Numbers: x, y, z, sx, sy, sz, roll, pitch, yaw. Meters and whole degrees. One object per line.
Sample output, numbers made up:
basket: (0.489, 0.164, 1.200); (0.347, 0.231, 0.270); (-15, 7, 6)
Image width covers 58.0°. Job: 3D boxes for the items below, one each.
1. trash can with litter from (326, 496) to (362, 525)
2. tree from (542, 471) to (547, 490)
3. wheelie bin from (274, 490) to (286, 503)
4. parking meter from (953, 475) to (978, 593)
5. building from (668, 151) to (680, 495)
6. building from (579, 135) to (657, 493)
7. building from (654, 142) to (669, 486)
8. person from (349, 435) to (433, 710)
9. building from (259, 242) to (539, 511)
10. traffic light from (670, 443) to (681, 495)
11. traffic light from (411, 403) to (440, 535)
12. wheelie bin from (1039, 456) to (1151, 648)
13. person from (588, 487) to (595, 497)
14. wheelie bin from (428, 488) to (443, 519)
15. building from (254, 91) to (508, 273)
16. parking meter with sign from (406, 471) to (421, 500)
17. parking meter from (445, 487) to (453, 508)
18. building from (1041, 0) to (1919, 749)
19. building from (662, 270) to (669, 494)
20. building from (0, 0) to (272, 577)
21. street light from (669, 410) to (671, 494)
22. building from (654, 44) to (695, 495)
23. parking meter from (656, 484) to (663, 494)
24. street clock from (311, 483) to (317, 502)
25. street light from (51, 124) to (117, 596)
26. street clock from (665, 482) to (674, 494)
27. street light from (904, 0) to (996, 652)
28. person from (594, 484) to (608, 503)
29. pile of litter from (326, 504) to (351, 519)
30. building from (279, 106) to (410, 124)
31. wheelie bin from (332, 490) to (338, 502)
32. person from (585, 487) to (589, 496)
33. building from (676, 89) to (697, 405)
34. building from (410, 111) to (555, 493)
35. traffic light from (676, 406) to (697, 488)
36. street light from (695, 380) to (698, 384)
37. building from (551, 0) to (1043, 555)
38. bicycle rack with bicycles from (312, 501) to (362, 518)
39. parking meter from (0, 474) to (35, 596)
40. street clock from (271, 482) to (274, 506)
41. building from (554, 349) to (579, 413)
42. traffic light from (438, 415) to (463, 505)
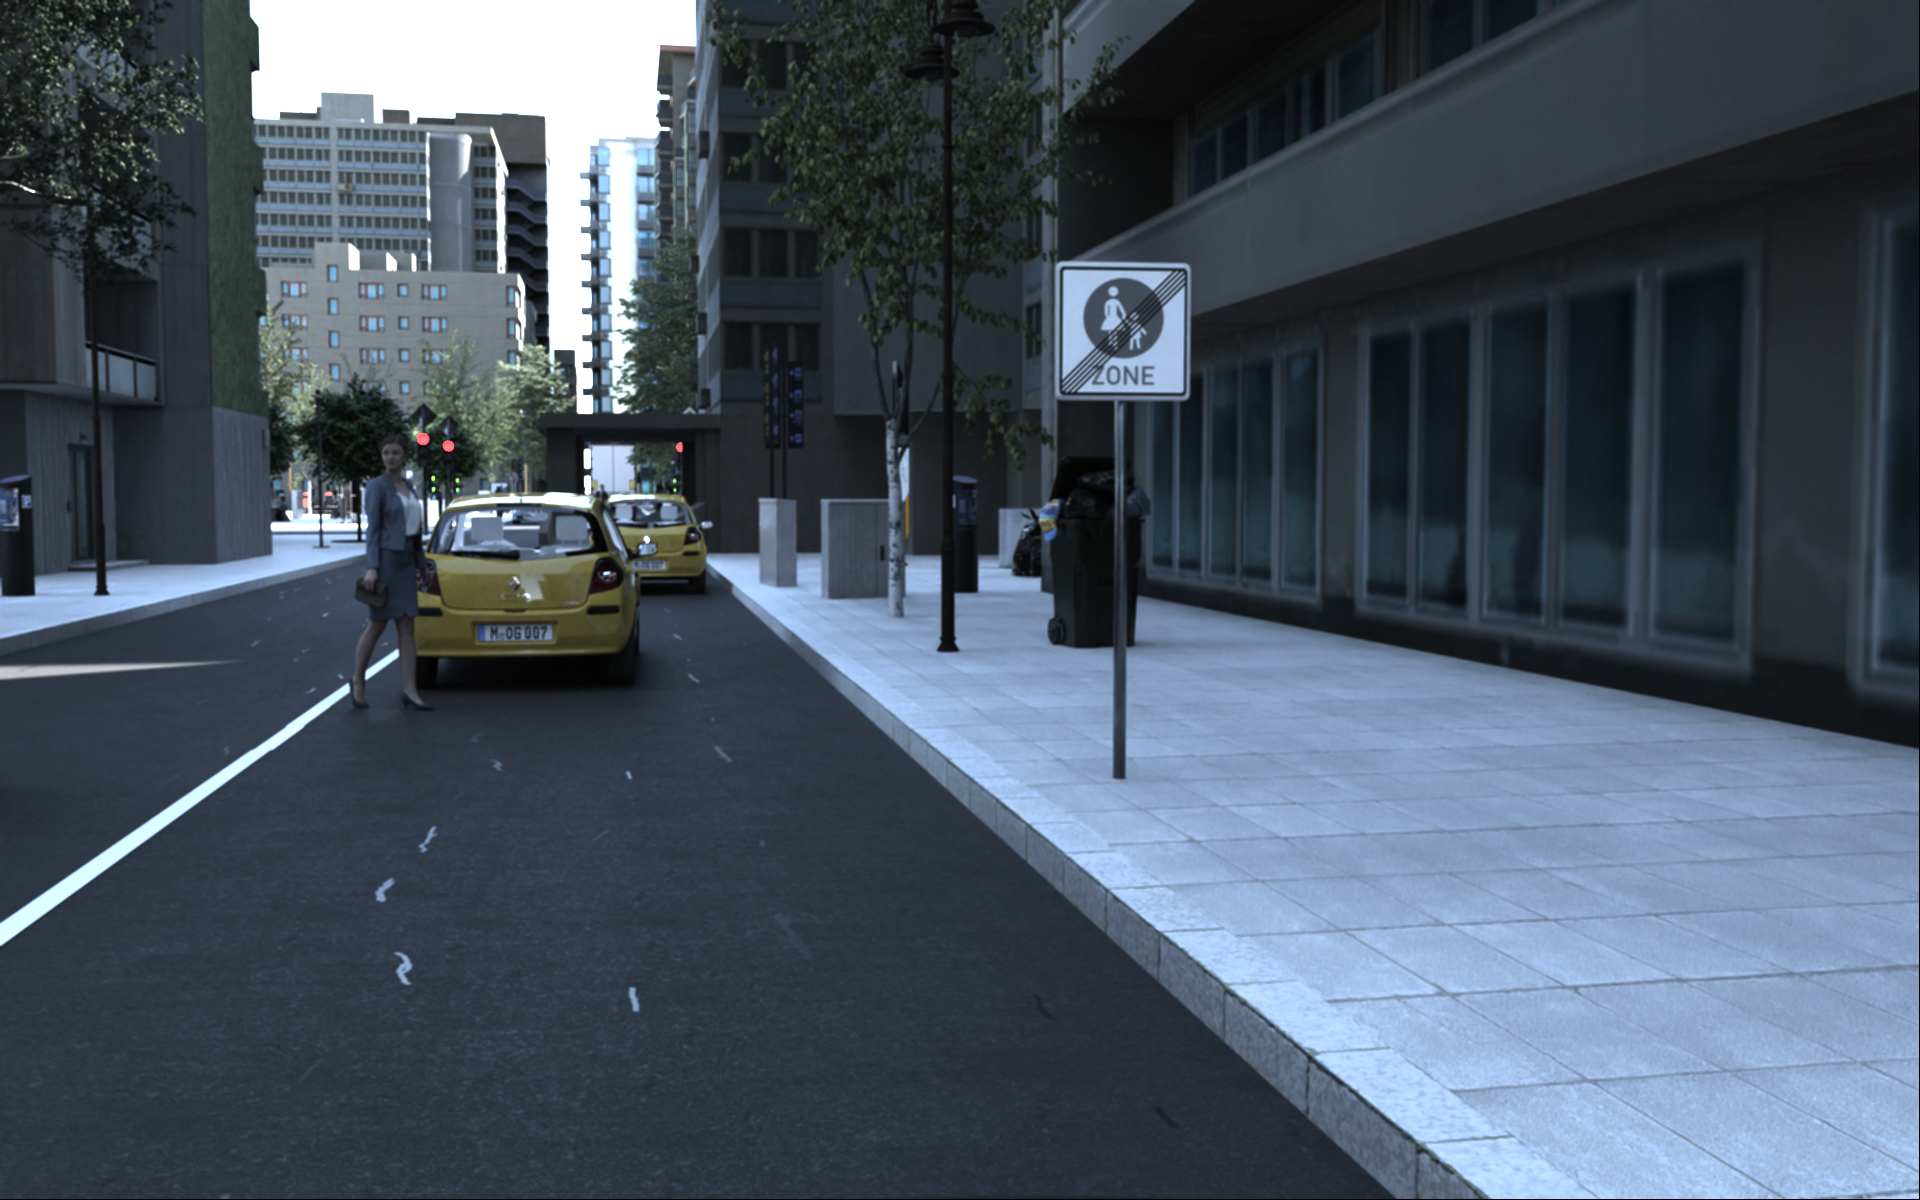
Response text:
trash can with litter: (-25.963, -3.766, 72.624); (1.678, 1.210, 2.233); (-1, 4, -20)
tree: (-44.574, -12.676, 190.973); (4.285, 4.588, 4.351); (0, 3, 0)
wheelie bin: (-51.016, -7.460, 129.871); (0.980, 1.594, 0.693); (1, 4, 9)
parking meter: (0.051, -0.867, 22.593); (0.372, 1.533, 0.369); (0, 3, 0)
building: (-17.422, -23.055, 148.653); (14.160, 30.474, 14.107); (-1, 4, -11)
building: (-35.231, -37.480, 232.412); (30.456, 49.044, 23.786); (-1, 4, -11)
building: (-28.954, -31.891, 205.019); (14.154, 41.232, 14.086); (-1, 4, -11)
person: (-3.796, -0.184, 11.540); (0.654, 1.822, 0.581); (3, 4, 37)
building: (-50.825, -18.485, 147.274); (27.650, 21.520, 28.899); (-1, 4, -11)
traffic light: (-10.158, -4.539, 63.128); (0.839, 4.253, 0.868); (-1, 4, -11)
traffic light: (-16.590, -3.964, 53.729); (0.839, 4.253, 0.868); (-1, 4, -11)
wheelie bin: (1.176, -0.412, 14.649); (0.980, 1.594, 0.693); (-1, 4, -20)
person: (-19.070, -4.921, 89.305); (0.599, 1.781, 0.374); (0, 4, -5)
wheelie bin: (-25.261, -4.617, 83.390); (0.693, 1.594, 0.980); (-2, 4, -31)
building: (-58.208, -29.375, 172.161); (32.217, 40.220, 23.993); (-1, 4, -11)
parking meter with sign: (-41.468, -8.313, 132.185); (0.543, 3.016, 1.738); (1, 4, 17)
parking meter: (-22.052, -4.222, 74.733); (0.255, 1.863, 0.399); (0, 4, 3)
building: (13.526, -23.813, 13.051); (21.300, 48.544, 21.600); (-1, 4, -11)
building: (-25.803, -25.651, 191.101); (14.160, 30.474, 14.107); (-1, 4, -11)
building: (-20.148, -21.027, 27.391); (14.154, 41.232, 14.086); (-1, 4, -11)
street light: (-15.943, -7.495, 95.337); (0.468, 5.910, 1.993); (-1, 4, -11)
building: (-18.518, -31.535, 170.229); (22.147, 44.769, 28.867); (-1, 4, -11)
parking meter: (-17.990, -5.990, 103.639); (0.255, 1.863, 0.399); (3, 5, 40)
street clock: (-43.315, -6.815, 116.000); (0.471, 2.002, 0.358); (0, 4, 5)
street light: (-10.888, -2.997, 21.797); (0.468, 5.910, 1.993); (-1, 4, -11)
street clock: (-17.050, -5.945, 101.772); (0.471, 2.002, 0.358); (-2, 4, -35)
street light: (-0.098, -2.519, 13.967); (0.468, 5.910, 1.993); (-1, 4, -11)
person: (-17.347, -4.641, 83.738); (0.474, 1.900, 0.648); (3, 4, 39)
pile of litter: (-32.018, -4.652, 90.027); (1.719, 0.858, 1.176); (-1, 4, -17)
building: (-68.625, -33.435, 196.779); (14.200, 45.320, 14.600); (-1, 4, -11)
wheelie bin: (-46.787, -7.485, 130.286); (0.693, 1.594, 0.980); (1, 4, 16)
person: (-15.415, -3.843, 72.002); (0.598, 1.740, 0.731); (1, 4, 18)
building: (-13.257, -21.804, 128.191); (14.160, 30.474, 14.107); (-1, 4, -11)
building: (-54.389, -33.603, 199.522); (14.200, 45.320, 14.600); (-1, 4, -11)
traffic light: (-8.631, -4.059, 55.290); (0.839, 4.253, 0.868); (-1, 4, -11)
street light: (-8.151, -5.028, 54.988); (0.468, 5.910, 1.993); (-1, 4, -11)
building: (5.901, -21.535, 43.975); (32.217, 40.220, 23.993); (-1, 4, -11)
bicycle rack with bicycles: (-33.249, -4.875, 93.087); (2.852, 0.926, 2.925); (2, 4, 32)
parking meter: (-11.906, -0.822, 21.855); (0.372, 1.533, 0.369); (0, 3, 0)
street clock: (-37.737, -5.510, 94.653); (0.471, 2.002, 0.358); (0, 4, -8)
building: (-65.451, -23.479, 228.919); (28.899, 21.520, 27.650); (-1, 4, -11)
traffic light: (-18.117, -4.443, 61.567); (0.839, 4.253, 0.868); (-1, 4, -11)
